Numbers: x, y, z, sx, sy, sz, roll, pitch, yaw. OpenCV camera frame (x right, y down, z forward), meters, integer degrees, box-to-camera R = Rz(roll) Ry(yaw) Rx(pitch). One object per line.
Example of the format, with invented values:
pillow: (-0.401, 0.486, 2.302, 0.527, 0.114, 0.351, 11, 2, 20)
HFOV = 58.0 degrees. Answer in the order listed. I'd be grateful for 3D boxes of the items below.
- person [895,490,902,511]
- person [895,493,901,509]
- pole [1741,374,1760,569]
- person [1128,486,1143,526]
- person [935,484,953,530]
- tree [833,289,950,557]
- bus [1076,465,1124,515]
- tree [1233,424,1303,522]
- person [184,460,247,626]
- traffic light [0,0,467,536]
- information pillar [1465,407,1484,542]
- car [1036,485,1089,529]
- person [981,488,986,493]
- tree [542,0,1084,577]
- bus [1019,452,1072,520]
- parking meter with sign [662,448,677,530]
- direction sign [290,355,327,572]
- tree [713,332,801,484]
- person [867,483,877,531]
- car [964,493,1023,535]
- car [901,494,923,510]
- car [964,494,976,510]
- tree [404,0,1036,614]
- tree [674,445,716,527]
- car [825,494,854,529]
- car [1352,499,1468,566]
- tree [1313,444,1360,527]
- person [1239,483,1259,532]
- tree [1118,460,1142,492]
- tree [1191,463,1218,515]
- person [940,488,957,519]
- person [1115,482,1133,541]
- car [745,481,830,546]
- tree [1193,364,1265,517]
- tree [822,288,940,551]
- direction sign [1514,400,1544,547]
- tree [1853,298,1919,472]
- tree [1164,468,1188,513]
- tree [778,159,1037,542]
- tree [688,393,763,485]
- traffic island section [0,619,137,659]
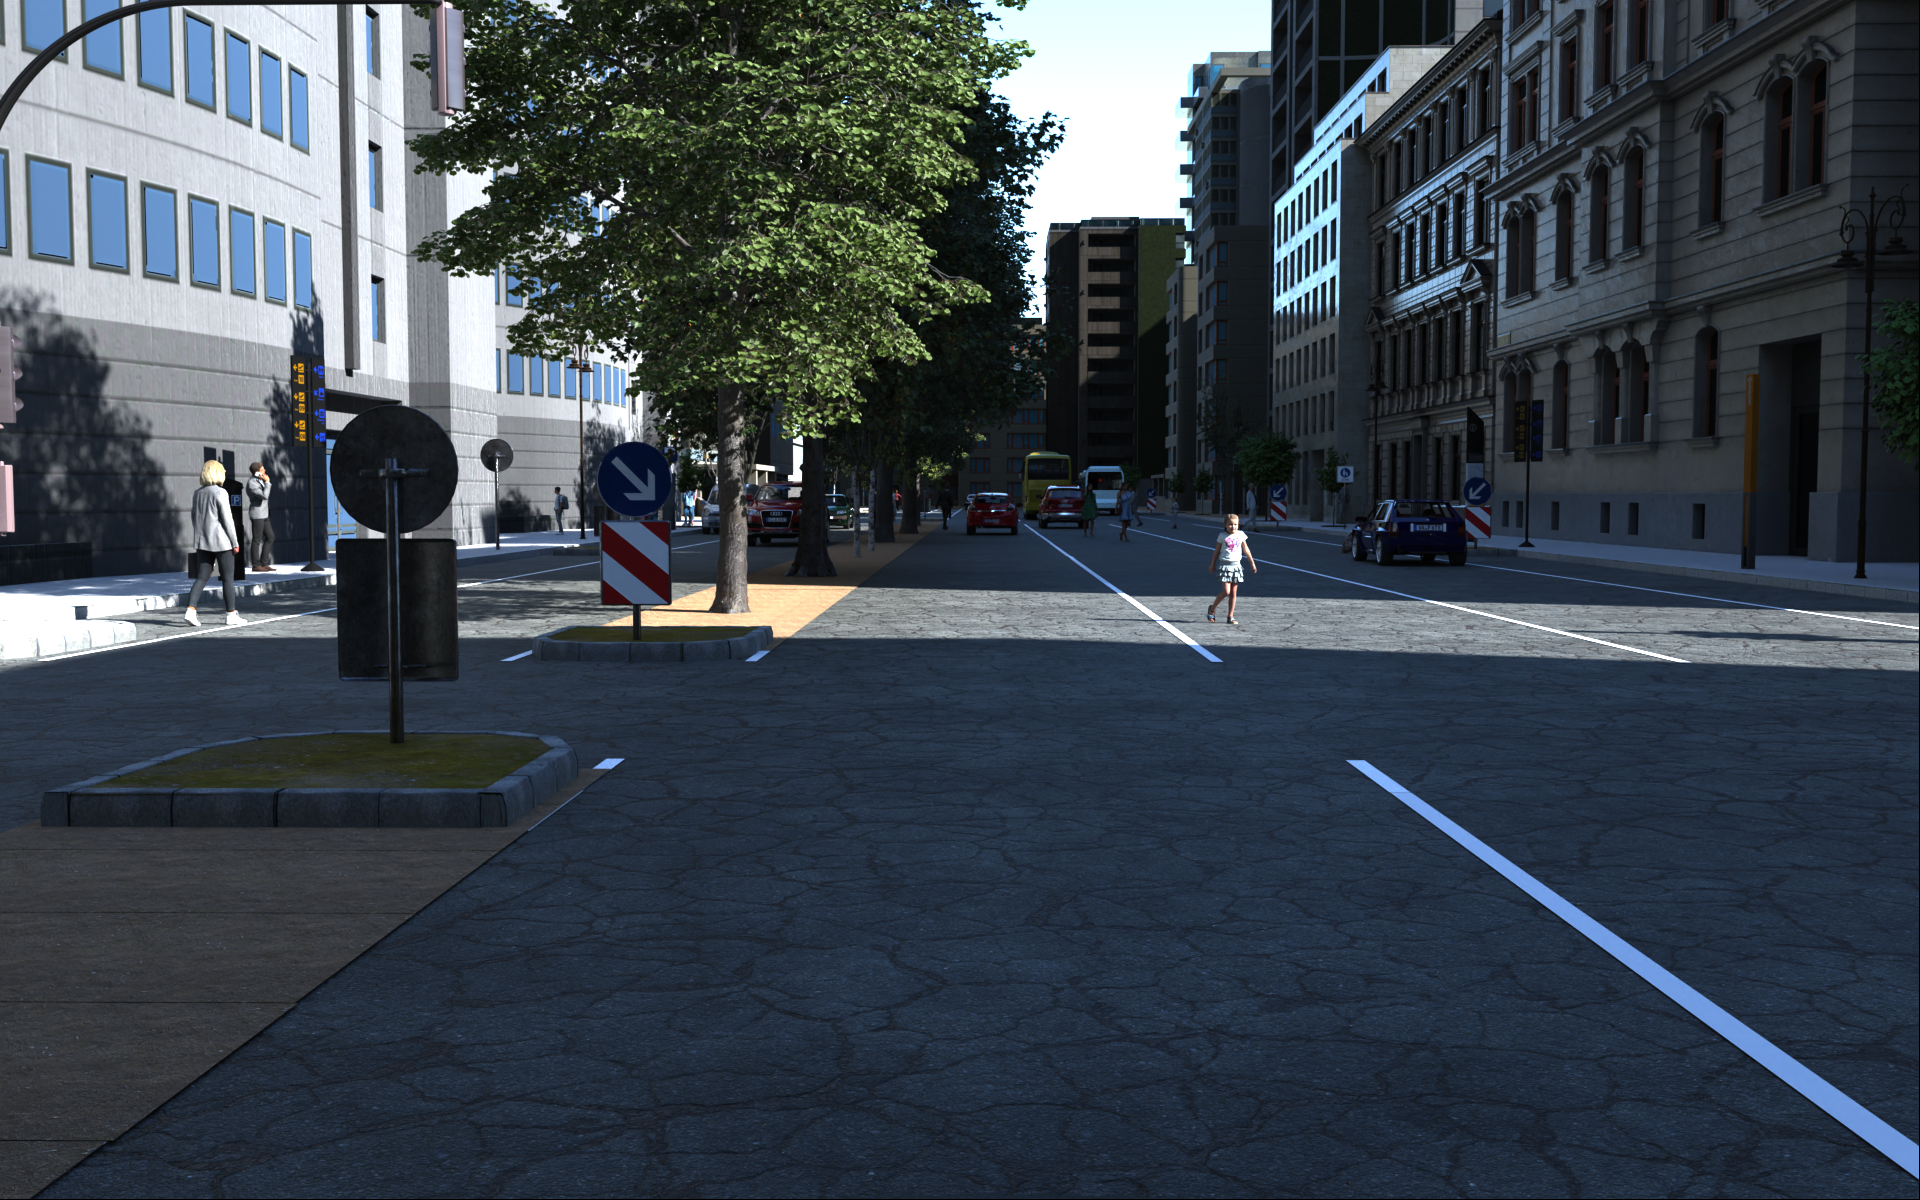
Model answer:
person: (-5.284, -8.297, 144.874, 1.217, 1.743, 0.721, 1, 4, 11)
person: (-6.387, -9.980, 171.636, 1.348, 1.831, 0.705, -3, 4, -38)
pole: (13.500, -2.185, 29.572, 0.158, 3.312, 0.155, 0, 3, 0)
person: (7.755, -4.195, 77.354, 0.850, 1.792, 0.678, 0, 4, 7)
person: (-0.555, -3.749, 69.572, 0.659, 1.850, 0.755, 2, 4, 27)
tree: (-2.276, -5.239, 38.480, 4.737, 8.622, 4.395, 0, 3, 0)
bus: (9.736, -7.700, 120.751, 2.948, 3.499, 13.247, 0, 4, 2)
tree: (14.507, -5.982, 81.523, 4.285, 4.588, 4.351, 0, 3, 0)
person: (-8.215, -0.626, 18.913, 0.709, 1.800, 0.728, 2, 4, 27)
traffic light: (-6.983, -2.530, 16.037, 4.771, 5.953, 1.251, 0, 4, 1)
information pillar: (13.793, -3.371, 46.469, 0.504, 3.616, 0.183, -1, 4, -15)
car: (4.386, -3.969, 73.568, 2.281, 1.827, 5.304, 0, 4, 1)
person: (1.380, -6.191, 109.591, 0.599, 1.838, 0.709, -3, 5, -39)
tree: (-2.564, -6.752, 29.856, 9.611, 12.733, 9.660, 0, 3, 0)
bus: (4.909, -6.625, 99.864, 2.896, 3.916, 12.252, 0, 4, 1)
parking meter with sign: (-10.494, -4.048, 62.450, 0.543, 3.016, 1.738, 0, 4, -7)
direction sign: (-10.780, -2.246, 28.727, 0.379, 3.537, 0.876, 1, 4, 15)
tree: (-10.598, -9.872, 87.158, 9.928, 11.665, 9.643, 0, 3, 0)
person: (-2.792, -2.898, 56.062, 0.473, 1.802, 0.592, 0, 4, 5)
car: (1.184, -3.242, 62.044, 2.155, 1.783, 4.494, 0, 4, 2)
car: (-4.185, -9.107, 157.566, 2.281, 1.827, 5.304, 0, 4, 1)
car: (1.344, -8.644, 153.336, 2.014, 1.417, 4.499, 0, 4, 2)
tree: (-2.842, -6.132, 20.848, 7.486, 12.596, 7.792, 0, 3, 0)
tree: (-10.523, -4.413, 66.752, 1.663, 3.219, 1.824, 0, 3, 0)
car: (-5.367, -3.809, 72.056, 2.009, 1.686, 4.222, 0, 4, 0)
car: (9.278, -1.430, 35.966, 1.945, 1.354, 3.894, 0, 4, 2)
tree: (14.540, -4.476, 67.788, 1.663, 3.219, 1.824, 0, 3, 0)
person: (10.801, -3.437, 64.577, 0.818, 1.842, 0.514, 0, 4, 6)
tree: (16.187, -11.307, 168.589, 4.285, 4.588, 4.351, 0, 3, 0)
tree: (15.124, -6.872, 106.960, 1.663, 3.219, 1.824, 0, 3, 0)
person: (-0.710, -5.684, 101.574, 1.348, 1.807, 0.705, 2, 4, 34)
person: (4.966, -2.703, 52.791, 0.616, 1.811, 0.778, -1, 4, -18)
car: (-4.885, -2.481, 49.238, 2.281, 1.827, 5.304, 0, 4, 1)
tree: (14.865, -9.010, 97.680, 4.360, 8.622, 3.978, 0, 3, 0)
tree: (-2.221, -5.523, 43.120, 4.360, 8.622, 3.978, 0, 3, 0)
direction sign: (13.759, -3.055, 41.952, 0.379, 3.537, 0.876, -2, 4, -28)
tree: (13.727, -2.416, 23.222, 4.285, 4.588, 4.351, 0, 3, 0)
tree: (15.079, -7.615, 119.102, 1.663, 3.219, 1.824, 0, 3, 0)
tree: (-2.273, -8.674, 50.931, 9.857, 13.997, 8.962, 0, 3, 0)
tree: (-10.587, -7.650, 75.441, 4.360, 8.622, 3.978, 0, 3, 0)
traffic island section: (-9.116, 0.374, 16.164, 2.009, 0.180, 2.903, 0, 4, 1)
